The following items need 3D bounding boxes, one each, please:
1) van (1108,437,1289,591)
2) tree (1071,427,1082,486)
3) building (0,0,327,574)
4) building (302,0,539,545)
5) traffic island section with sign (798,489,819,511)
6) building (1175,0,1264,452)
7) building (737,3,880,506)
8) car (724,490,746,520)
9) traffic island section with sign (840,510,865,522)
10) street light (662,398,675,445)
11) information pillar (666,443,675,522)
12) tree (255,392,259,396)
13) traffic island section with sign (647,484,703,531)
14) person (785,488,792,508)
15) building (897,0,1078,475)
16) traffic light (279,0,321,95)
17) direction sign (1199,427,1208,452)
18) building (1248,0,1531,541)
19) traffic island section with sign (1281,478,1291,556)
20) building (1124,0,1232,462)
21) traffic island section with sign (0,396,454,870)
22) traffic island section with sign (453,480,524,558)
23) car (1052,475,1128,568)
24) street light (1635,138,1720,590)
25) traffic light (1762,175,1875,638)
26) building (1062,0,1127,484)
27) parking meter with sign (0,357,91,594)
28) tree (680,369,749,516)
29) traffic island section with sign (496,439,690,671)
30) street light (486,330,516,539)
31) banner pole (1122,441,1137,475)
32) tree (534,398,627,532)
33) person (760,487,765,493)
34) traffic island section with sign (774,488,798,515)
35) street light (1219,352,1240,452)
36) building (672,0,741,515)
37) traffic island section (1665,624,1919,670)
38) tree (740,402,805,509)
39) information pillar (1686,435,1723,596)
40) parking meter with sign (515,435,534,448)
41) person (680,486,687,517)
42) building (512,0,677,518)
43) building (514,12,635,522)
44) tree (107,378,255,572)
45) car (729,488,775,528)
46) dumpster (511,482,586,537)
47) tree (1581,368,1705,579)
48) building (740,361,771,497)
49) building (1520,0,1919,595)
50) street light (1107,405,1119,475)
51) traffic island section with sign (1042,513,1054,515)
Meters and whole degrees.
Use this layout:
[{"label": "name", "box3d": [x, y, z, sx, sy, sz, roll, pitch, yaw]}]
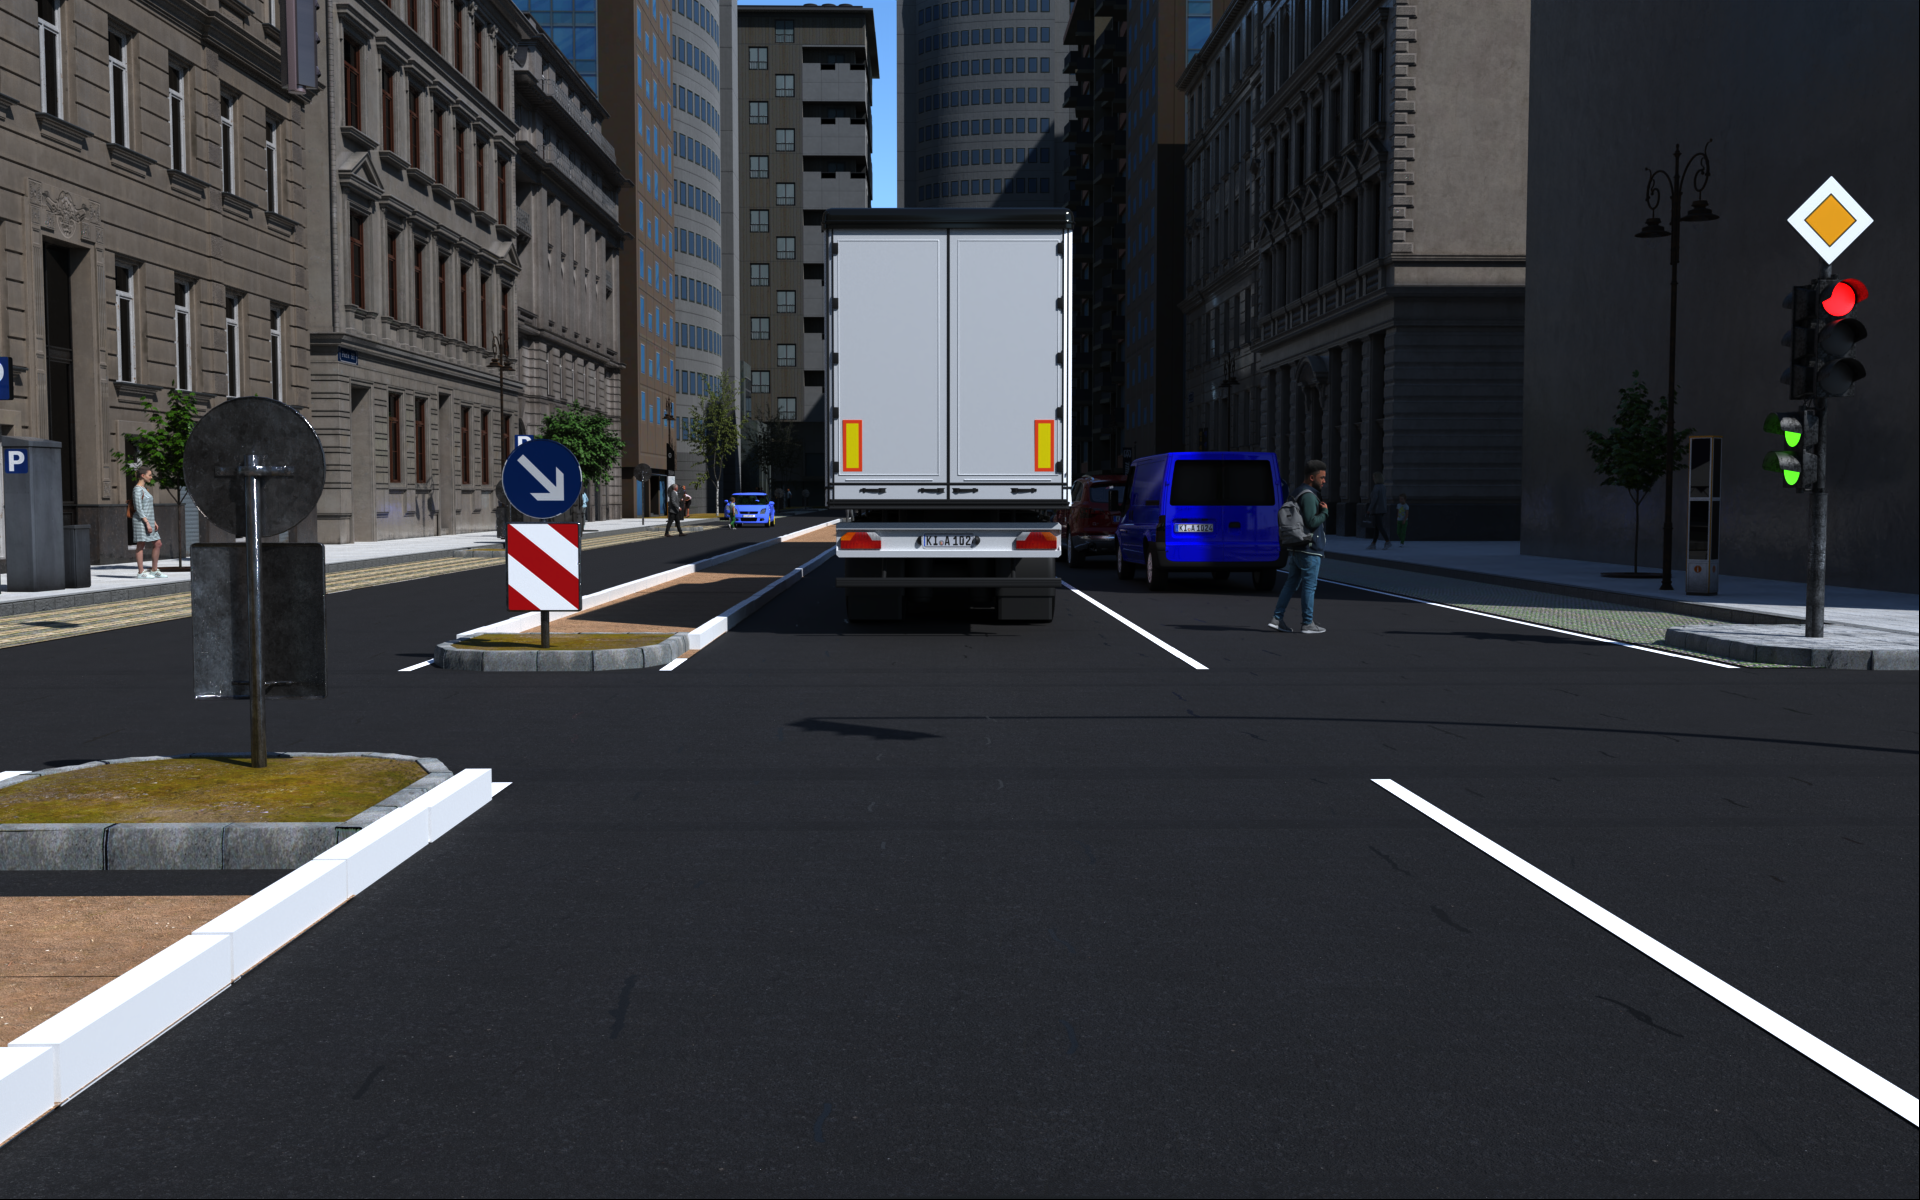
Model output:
[{"label": "van", "box3d": [3.657, -1.401, 27.294, 2.240, 2.365, 5.245, 0, 4, -2]}, {"label": "tree", "box3d": [7.073, -11.054, 131.089, 4.360, 8.622, 3.978, 0, 3, 0]}, {"label": "building", "box3d": [-21.078, -14.194, 29.334, 12.463, 27.353, 25.104, 0, 4, -1]}, {"label": "building", "box3d": [-20.932, -13.260, 52.965, 11.583, 22.565, 21.152, 0, 4, -1]}, {"label": "traffic island section with sign", "box3d": [-12.799, -8.296, 144.263, 1.989, 1.847, 2.006, 0, 4, -1]}, {"label": "building", "box3d": [17.656, -17.187, 78.275, 12.463, 27.353, 25.104, 0, 4, -1]}, {"label": "building", "box3d": [-20.610, -36.677, 188.901, 27.495, 52.752, 28.713, 0, 4, -1]}, {"label": "car", "box3d": [-11.844, -5.189, 94.433, 1.945, 1.707, 3.694, 0, 3, 0]}, {"label": "traffic island section with sign", "box3d": [-5.193, -5.011, 90.060, 2.006, 1.907, 1.989, 0, 4, -1]}, {"label": "street light", "box3d": [-13.767, -6.686, 82.104, 0.468, 5.910, 1.993, 0, 4, -1]}, {"label": "information pillar", "box3d": [-13.310, -5.403, 79.688, 0.183, 3.616, 0.504, 2, 4, 31]}, {"label": "tree", "box3d": [-13.228, -2.343, 32.906, 1.663, 3.219, 1.824, 0, 3, 0]}, {"label": "traffic island section with sign", "box3d": [-11.021, -3.581, 67.172, 1.989, 1.847, 2.006, 0, 4, -1]}, {"label": "person", "box3d": [-16.089, -9.563, 162.390, 0.705, 1.826, 1.348, -3, 4, -37]}, {"label": "building", "box3d": [7.311, -39.393, 186.077, 28.212, 58.520, 21.231, 0, 4, -1]}, {"label": "traffic light", "box3d": [-8.022, -2.472, 15.082, 4.771, 5.953, 1.251, 0, 4, -1]}, {"label": "direction sign", "box3d": [8.324, -4.119, 59.347, 0.379, 3.537, 0.876, -1, 4, -10]}, {"label": "building", "box3d": [16.299, -13.884, 55.875, 11.050, 23.489, 19.941, 0, 4, -1]}, {"label": "traffic island section with sign", "box3d": [7.123, -1.957, 40.633, 1.989, 1.847, 2.006, 0, 4, -1]}, {"label": "building", "box3d": [17.218, -27.453, 98.966, 14.600, 45.320, 14.200, 0, 4, -1]}, {"label": "traffic island section with sign", "box3d": [-3.294, 0.037, 7.536, 2.006, 1.907, 1.989, 0, 4, -1]}, {"label": "traffic island section with sign", "box3d": [-10.395, -1.903, 39.737, 1.989, 1.847, 2.006, 0, 4, -1]}, {"label": "car", "box3d": [3.052, -1.618, 35.130, 2.281, 1.827, 5.304, 0, 4, -2]}, {"label": "street light", "box3d": [9.466, -3.073, 23.026, 0.468, 5.910, 1.993, 0, 4, -1]}, {"label": "traffic light", "box3d": [7.645, -1.621, 15.422, 0.839, 4.253, 0.868, 0, 4, -1]}, {"label": "building", "box3d": [20.347, -30.305, 150.108, 22.147, 44.769, 28.867, 0, 4, -1]}, {"label": "parking meter with sign", "box3d": [-12.233, -1.630, 22.910, 0.543, 3.016, 1.738, 0, 4, 6]}, {"label": "tree", "box3d": [-14.244, -9.222, 101.148, 4.737, 8.622, 4.395, 0, 3, 0]}, {"label": "traffic island section with sign", "box3d": [-3.455, -0.416, 14.942, 2.006, 1.907, 1.989, 0, 4, -1]}, {"label": "street light", "box3d": [-12.913, -4.653, 48.860, 0.468, 5.910, 1.993, 0, 4, -1]}, {"label": "banner pole", "box3d": [8.035, -5.605, 81.666, 0.863, 3.779, 0.401, -1, 4, -16]}, {"label": "tree", "box3d": [-13.151, -4.633, 59.471, 4.285, 4.588, 4.351, 0, 3, 0]}, {"label": "person", "box3d": [-16.248, -8.292, 141.493, 0.709, 1.838, 0.599, 1, 4, 14]}, {"label": "traffic island section with sign", "box3d": [-12.168, -6.620, 116.872, 1.989, 1.847, 2.006, 0, 4, -1]}, {"label": "street light", "box3d": [8.761, -5.118, 56.463, 0.468, 5.910, 1.993, 0, 4, -1]}, {"label": "building", "box3d": [-26.982, -35.175, 117.104, 21.231, 58.520, 28.212, 0, 4, -1]}, {"label": "traffic island section", "box3d": [7.685, 0.413, 15.536, 2.009, 0.180, 2.903, 0, 4, -1]}, {"label": "tree", "box3d": [-15.234, -11.416, 137.009, 4.360, 8.622, 3.978, 0, 3, 0]}, {"label": "information pillar", "box3d": [9.412, -1.065, 21.913, 0.304, 2.012, 0.304, -3, 5, -45]}, {"label": "parking meter with sign", "box3d": [-12.905, -3.400, 51.855, 0.543, 3.016, 1.738, 0, 4, -6]}, {"label": "person", "box3d": [-15.645, -5.618, 98.455, 0.434, 1.755, 0.990, 1, 4, 18]}, {"label": "building", "box3d": [-23.881, -27.296, 96.406, 14.600, 45.320, 14.200, 0, 4, -1]}, {"label": "building", "box3d": [-22.728, -14.294, 75.512, 13.314, 21.916, 24.055, 0, 4, -1]}, {"label": "tree", "box3d": [-13.080, -2.106, 29.033, 1.663, 3.219, 1.824, 0, 3, 0]}, {"label": "car", "box3d": [-8.982, -4.006, 75.087, 1.945, 1.707, 3.694, 0, 4, -1]}, {"label": "dumpster", "box3d": [-10.769, -2.256, 45.101, 1.865, 1.857, 1.264, 0, 4, -3]}, {"label": "tree", "box3d": [10.382, -1.970, 26.816, 1.663, 3.219, 1.824, 0, 3, 0]}, {"label": "building", "box3d": [-33.191, -51.239, 150.426, 31.000, 86.520, 22.319, 0, 4, -1]}, {"label": "building", "box3d": [29.108, -13.594, 26.783, 34.151, 26.468, 19.350, 0, 4, -1]}, {"label": "street light", "box3d": [7.967, -7.184, 90.244, 0.468, 5.910, 1.993, 0, 4, -1]}, {"label": "traffic island section with sign", "box3d": [5.338, -6.658, 117.489, 1.989, 1.847, 2.006, 0, 4, -1]}]
